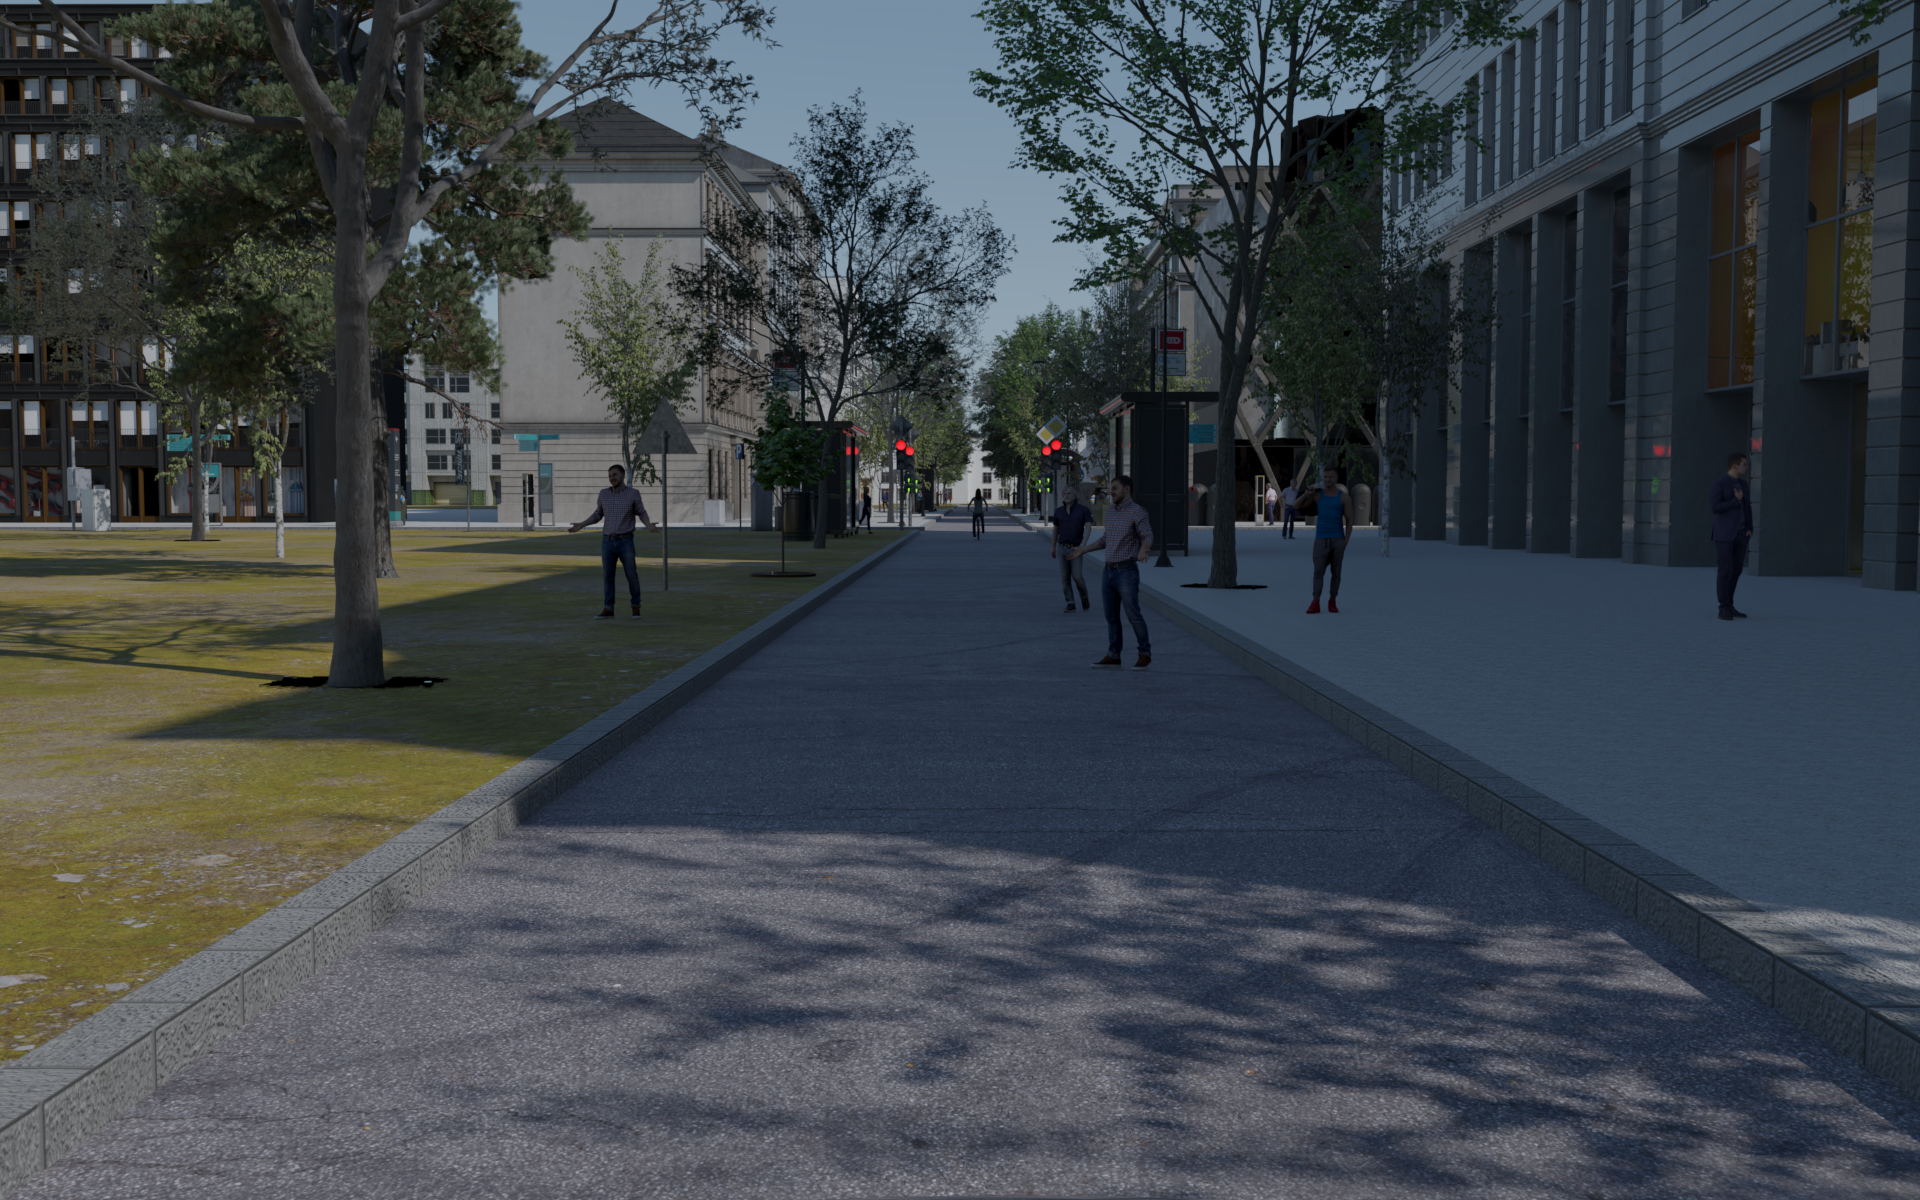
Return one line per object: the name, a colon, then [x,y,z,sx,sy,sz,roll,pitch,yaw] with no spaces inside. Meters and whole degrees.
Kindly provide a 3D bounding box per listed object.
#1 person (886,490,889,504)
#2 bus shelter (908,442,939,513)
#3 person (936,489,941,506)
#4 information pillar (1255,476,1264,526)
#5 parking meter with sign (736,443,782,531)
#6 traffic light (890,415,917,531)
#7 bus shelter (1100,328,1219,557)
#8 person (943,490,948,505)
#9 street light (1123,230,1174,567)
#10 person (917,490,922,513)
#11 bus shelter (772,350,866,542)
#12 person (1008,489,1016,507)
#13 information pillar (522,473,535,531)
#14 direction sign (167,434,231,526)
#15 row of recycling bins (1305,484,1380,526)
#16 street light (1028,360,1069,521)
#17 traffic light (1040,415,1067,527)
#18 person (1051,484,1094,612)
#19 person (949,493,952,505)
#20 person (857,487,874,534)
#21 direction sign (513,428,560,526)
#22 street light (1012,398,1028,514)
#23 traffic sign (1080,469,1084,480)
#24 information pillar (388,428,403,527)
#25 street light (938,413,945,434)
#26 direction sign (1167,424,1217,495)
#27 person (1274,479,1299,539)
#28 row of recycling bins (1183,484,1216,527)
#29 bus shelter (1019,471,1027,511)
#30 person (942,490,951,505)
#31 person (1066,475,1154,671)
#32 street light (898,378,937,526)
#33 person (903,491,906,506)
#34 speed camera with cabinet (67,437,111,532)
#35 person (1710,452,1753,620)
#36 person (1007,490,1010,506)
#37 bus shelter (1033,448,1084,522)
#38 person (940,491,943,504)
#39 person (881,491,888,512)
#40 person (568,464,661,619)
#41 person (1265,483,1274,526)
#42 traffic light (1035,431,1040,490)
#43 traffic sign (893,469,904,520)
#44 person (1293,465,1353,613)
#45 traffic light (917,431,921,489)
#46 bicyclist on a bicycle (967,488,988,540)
person: [-8.248,-11.838,200.107,1.217,1.766,0.721,-2,4,-28]
bus shelter: [-2.682,-8.941,123.822,2.179,5.291,8.768,0,4,1]
person: [-2.554,-10.707,181.059,1.348,1.831,0.705,0,4,6]
information pillar: [12.024,-3.977,69.510,0.304,2.012,0.304,0,4,-1]
parking meter with sign: [-6.836,-3.890,59.863,1.738,3.016,0.543,-2,4,-31]
traffic light: [-2.030,-4.367,60.641,0.839,4.213,0.868,0,4,0]
bus shelter: [4.392,-3.792,39.623,2.179,5.291,8.768,0,4,1]
person: [-1.646,-11.808,200.024,0.541,1.710,0.530,3,5,41]
street light: [3.043,-3.535,30.341,1.470,5.913,1.316,0,4,0]
person: [-2.674,-6.532,115.056,0.429,1.552,0.499,2,4,27]
bus shelter: [-4.109,-4.481,50.902,2.179,5.291,8.768,0,4,0]
person: [5.367,-10.172,172.372,1.348,1.823,0.705,-3,5,-40]
information pillar: [-15.042,-3.419,60.392,0.304,2.012,0.304,3,5,44]
direction sign: [-30.406,-4.890,68.720,2.525,3.948,1.411,0,4,-1]
row of recycling bins: [15.746,-3.840,69.901,3.534,1.692,1.069,0,4,5]
street light: [3.204,-5.360,60.178,1.470,5.913,1.316,0,4,0]
traffic light: [3.331,-4.365,60.611,0.839,4.213,0.868,0,4,0]
person: [1.427,-0.631,21.019,0.471,1.553,0.569,-2,4,-28]
person: [-1.122,-12.063,206.531,0.557,1.426,1.065,-1,4,-21]
person: [-3.077,-2.883,55.721,0.613,1.512,0.480,0,4,1]
direction sign: [-17.217,-4.914,69.106,2.525,3.948,1.411,3,4,37]
street light: [3.411,-6.799,83.697,1.470,5.913,1.316,0,4,0]
traffic sign: [5.458,-4.971,81.379,0.768,2.556,0.104,0,4,5]
information pillar: [-22.522,-4.832,68.386,0.750,3.857,0.750,0,4,1]
street light: [-1.567,-7.739,99.079,1.470,5.913,1.316,0,4,0]
direction sign: [7.672,-4.340,59.718,2.525,3.948,1.411,1,4,18]
person: [9.498,-2.603,49.542,0.756,1.711,0.436,0,4,-5]
row of recycling bins: [9.125,-3.822,69.602,3.534,1.692,1.069,2,4,35]
bus shelter: [5.368,-8.475,132.483,2.014,3.302,5.546,0,4,0]
person: [-1.576,-12.029,203.405,1.217,1.739,0.721,-3,4,-36]
person: [1.306,-0.226,14.147,0.435,1.587,0.963,-3,5,-42]
street light: [-1.779,-5.916,69.263,1.470,5.913,1.316,0,4,0]
person: [-5.915,-10.924,184.666,1.348,1.821,0.705,1,4,18]
speed camera with cabinet: [-30.013,-3.994,59.644,2.038,3.252,0.660,3,5,40]
person: [7.933,-0.664,17.818,0.541,1.710,0.530,-1,4,-14]
person: [5.317,-11.346,192.368,0.721,1.723,1.217,0,4,6]
bus shelter: [4.499,-5.154,78.189,2.014,3.302,5.546,0,4,1]
person: [-2.282,-12.762,215.497,0.445,1.727,0.742,-3,5,-43]
person: [-5.275,-6.974,122.766,0.574,1.496,0.600,0,4,6]
person: [-3.510,-0.596,17.745,0.963,1.587,0.435,0,4,0]
person: [12.560,-3.874,70.321,0.756,1.711,0.436,-3,4,-37]
traffic light: [3.400,-4.853,68.595,0.839,4.213,0.868,0,4,0]
traffic sign: [-3.173,-5.324,87.146,0.768,2.556,0.104,0,4,7]
person: [3.926,-0.664,18.773,0.647,1.594,0.662,1,4,13]
traffic light: [-1.961,-4.855,68.625,0.839,4.213,0.868,0,4,0]
bicyclist on a bicycle: [0.565,-2.682,53.867,1.499,1.676,1.625,0,4,-1]
